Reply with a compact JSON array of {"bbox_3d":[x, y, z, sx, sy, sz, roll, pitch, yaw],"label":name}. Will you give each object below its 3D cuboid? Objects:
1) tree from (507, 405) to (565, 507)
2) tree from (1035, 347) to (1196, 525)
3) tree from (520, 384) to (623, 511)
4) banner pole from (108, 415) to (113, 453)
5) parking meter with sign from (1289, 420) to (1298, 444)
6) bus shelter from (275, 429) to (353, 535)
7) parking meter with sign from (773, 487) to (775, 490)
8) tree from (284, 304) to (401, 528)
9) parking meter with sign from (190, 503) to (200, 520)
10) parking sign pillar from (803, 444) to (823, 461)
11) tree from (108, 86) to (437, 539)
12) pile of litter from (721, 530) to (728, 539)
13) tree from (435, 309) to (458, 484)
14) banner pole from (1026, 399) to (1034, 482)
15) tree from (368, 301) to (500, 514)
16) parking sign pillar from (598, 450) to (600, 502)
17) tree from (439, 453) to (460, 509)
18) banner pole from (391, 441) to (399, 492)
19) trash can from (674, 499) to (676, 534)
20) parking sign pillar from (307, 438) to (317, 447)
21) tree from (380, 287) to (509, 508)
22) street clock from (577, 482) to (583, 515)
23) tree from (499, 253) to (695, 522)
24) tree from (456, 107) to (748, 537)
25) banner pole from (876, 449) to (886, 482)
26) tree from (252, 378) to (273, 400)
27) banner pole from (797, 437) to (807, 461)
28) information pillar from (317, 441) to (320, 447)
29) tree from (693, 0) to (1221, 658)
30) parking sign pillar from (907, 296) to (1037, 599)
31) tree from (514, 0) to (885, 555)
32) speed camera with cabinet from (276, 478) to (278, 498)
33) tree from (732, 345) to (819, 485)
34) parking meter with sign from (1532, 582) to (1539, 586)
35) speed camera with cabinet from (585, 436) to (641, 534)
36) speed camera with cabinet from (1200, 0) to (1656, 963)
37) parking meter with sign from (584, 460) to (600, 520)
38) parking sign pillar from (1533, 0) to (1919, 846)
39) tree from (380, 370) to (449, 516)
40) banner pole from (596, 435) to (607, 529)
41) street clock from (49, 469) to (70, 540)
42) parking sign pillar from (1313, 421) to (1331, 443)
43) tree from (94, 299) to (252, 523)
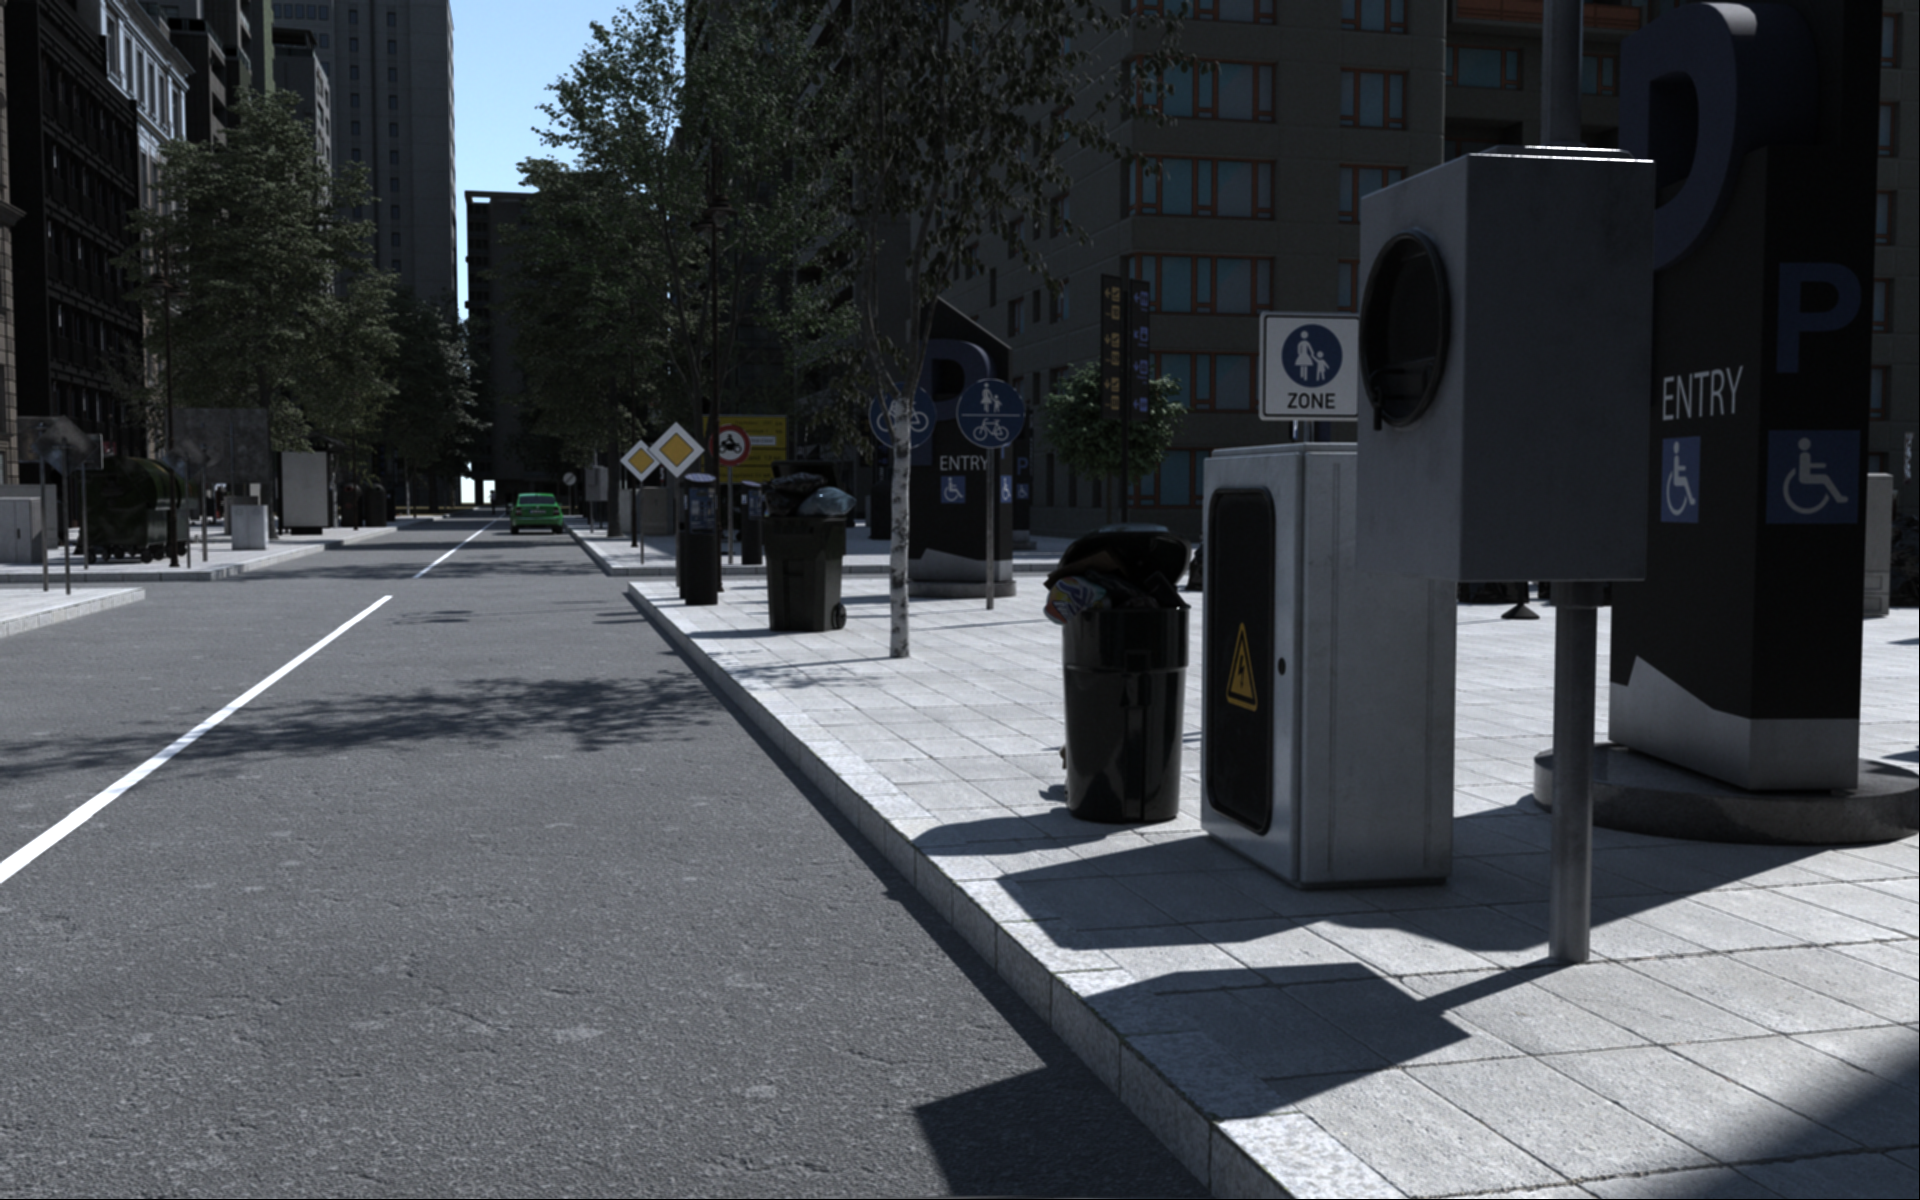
[{"bbox_3d":[-40.963,-16.250,176.057,12.009,13.543,11.850,0,3,0],"label":"tree"},{"bbox_3d":[3.287,-3.254,36.918,4.285,4.588,4.351,0,3,0],"label":"tree"},{"bbox_3d":[-28.916,-13.789,132.110,9.857,13.997,8.962,0,3,0],"label":"tree"},{"bbox_3d":[-26.650,-3.941,54.450,0.401,3.779,0.863,-2,4,-30],"label":"banner pole"},{"bbox_3d":[6.520,-2.567,38.227,1.738,3.016,0.543,1,4,22],"label":"parking meter with sign"},{"bbox_3d":[-21.273,-3.854,56.938,2.014,3.302,5.546,-1,4,-14],"label":"bus shelter"},{"bbox_3d":[-11.117,-6.686,105.571,1.738,3.016,0.543,-2,4,-26],"label":"parking meter with sign"},{"bbox_3d":[-23.449,-7.014,65.036,4.737,8.622,4.395,0,3,0],"label":"tree"},{"bbox_3d":[-37.885,-5.375,84.145,0.543,3.016,1.738,3,4,37],"label":"parking meter with sign"},{"bbox_3d":[-8.011,-6.481,94.431,1.447,3.967,1.447,3,5,44],"label":"parking sign pillar"},{"bbox_3d":[-19.484,-7.968,48.407,7.486,12.596,7.792,0,3,0],"label":"tree"},{"bbox_3d":[-7.220,-2.184,49.680,1.176,0.858,1.719,-1,4,-13],"label":"pile of litter"},{"bbox_3d":[-28.673,-10.339,87.170,7.486,12.596,7.792,0,3,0],"label":"tree"},{"bbox_3d":[1.824,-3.381,45.291,0.401,3.779,0.863,-1,4,-10],"label":"banner pole"},{"bbox_3d":[-34.708,-12.677,113.928,9.857,13.997,8.962,0,3,0],"label":"tree"},{"bbox_3d":[-21.742,-7.095,104.475,1.447,3.967,1.447,-1,4,-21],"label":"parking sign pillar"},{"bbox_3d":[-43.042,-11.856,144.210,4.737,8.622,4.395,0,3,0],"label":"tree"},{"bbox_3d":[-26.720,-5.620,81.905,0.401,3.779,0.863,0,4,5],"label":"banner pole"},{"bbox_3d":[-9.355,-2.685,55.549,0.748,1.137,0.748,0,3,0],"label":"trash can"},{"bbox_3d":[-26.411,-5.041,70.889,1.447,3.967,1.447,0,4,-4],"label":"parking sign pillar"},{"bbox_3d":[-48.219,-18.645,160.733,12.611,20.169,13.585,0,3,0],"label":"tree"},{"bbox_3d":[-23.026,-6.159,105.276,0.471,2.002,0.358,-1,4,-20],"label":"street clock"},{"bbox_3d":[-16.339,-9.962,79.886,9.611,12.733,9.660,0,3,0],"label":"tree"},{"bbox_3d":[-10.173,-8.127,50.996,7.486,12.596,7.792,0,3,0],"label":"tree"},{"bbox_3d":[-4.020,-5.835,85.421,0.863,3.779,0.401,1,4,12],"label":"banner pole"},{"bbox_3d":[-32.963,-7.727,76.698,4.360,8.622,3.978,0,3,0],"label":"tree"},{"bbox_3d":[-6.927,-5.271,76.204,0.401,3.779,0.863,-3,5,-44],"label":"banner pole"},{"bbox_3d":[-28.364,-5.215,76.627,0.183,3.616,0.504,-2,4,-25],"label":"information pillar"},{"bbox_3d":[-0.310,-3.864,13.531,4.360,8.622,3.978,0,3,0],"label":"tree"},{"bbox_3d":[-0.006,-2.040,21.829,1.447,3.967,1.447,2,4,26],"label":"parking sign pillar"},{"bbox_3d":[-5.347,-6.764,36.352,9.928,11.665,9.643,0,3,0],"label":"tree"},{"bbox_3d":[-35.462,-6.009,92.585,2.038,3.252,0.660,-3,5,-44],"label":"speed camera with cabinet"},{"bbox_3d":[-9.024,-8.225,84.845,4.737,8.622,4.395,0,3,0],"label":"tree"},{"bbox_3d":[8.235,-1.679,23.712,0.543,3.016,1.738,0,4,4],"label":"parking meter with sign"},{"bbox_3d":[-11.364,-3.825,56.876,2.038,3.252,0.660,2,4,32],"label":"speed camera with cabinet"},{"bbox_3d":[1.352,-0.681,5.470,0.660,3.252,2.038,-1,4,-11],"label":"speed camera with cabinet"},{"bbox_3d":[-18.382,-5.534,86.746,0.543,3.016,1.738,0,4,-1],"label":"parking meter with sign"},{"bbox_3d":[3.085,-1.127,6.906,1.447,3.967,1.447,0,4,-2],"label":"parking sign pillar"},{"bbox_3d":[-32.595,-9.321,102.766,4.360,8.622,3.978,0,3,0],"label":"tree"},{"bbox_3d":[-13.152,-4.455,62.856,0.401,3.779,0.863,1,4,13],"label":"banner pole"},{"bbox_3d":[-24.979,-2.662,48.095,0.471,2.002,0.358,-1,4,-19],"label":"street clock"},{"bbox_3d":[8.867,-3.342,43.122,1.447,3.967,1.447,0,4,2],"label":"parking sign pillar"},{"bbox_3d":[-28.082,-6.805,61.627,4.360,8.622,3.978,0,3,0],"label":"tree"}]
